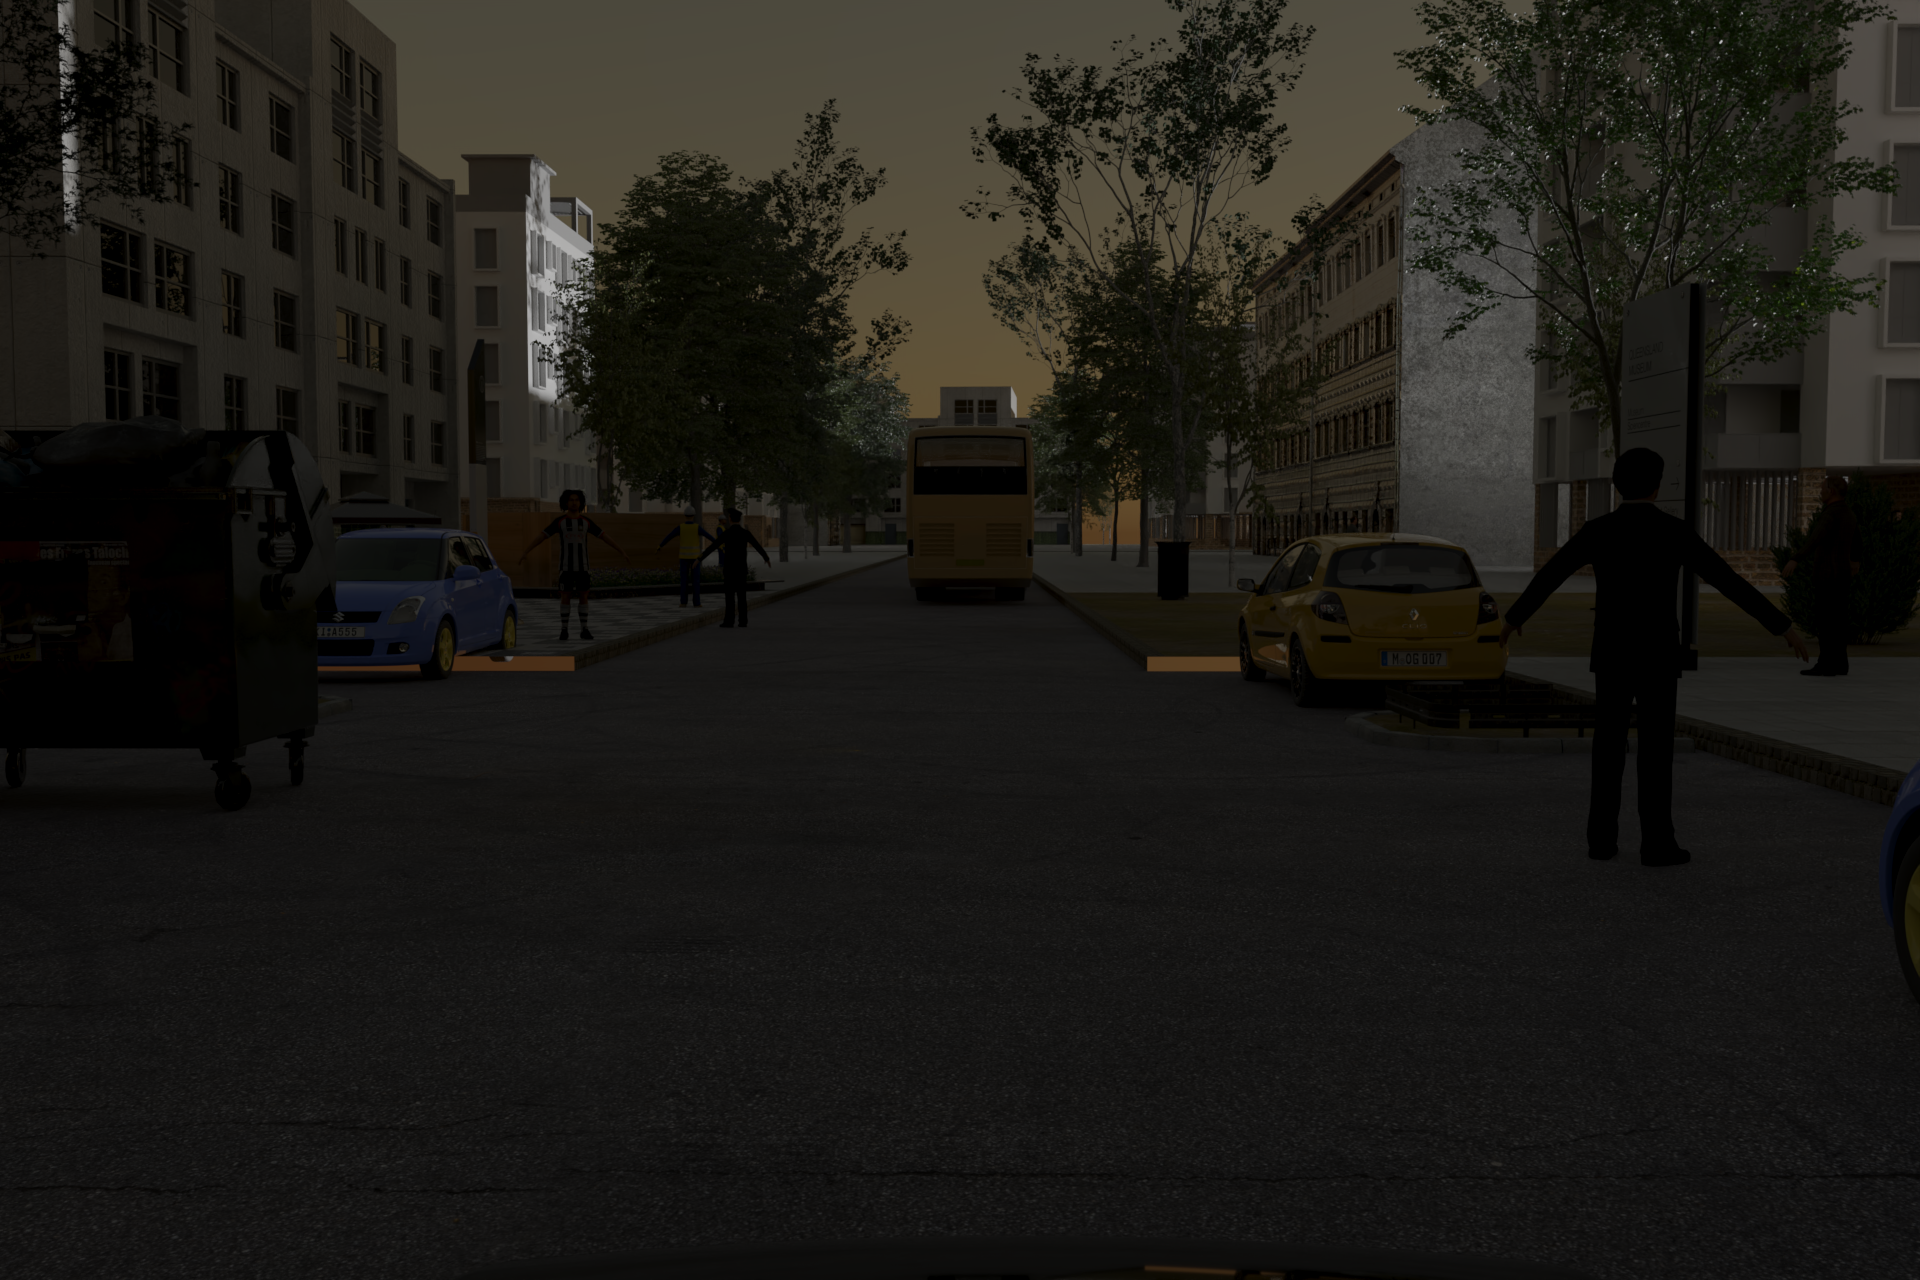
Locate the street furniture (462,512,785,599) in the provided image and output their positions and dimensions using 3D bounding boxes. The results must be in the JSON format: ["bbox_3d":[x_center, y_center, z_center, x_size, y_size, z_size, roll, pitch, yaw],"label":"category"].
[{"bbox_3d":[-7.497,-1.907,38.041,9.812,1.723,11.010,2,4,28],"label":"street furniture"}]

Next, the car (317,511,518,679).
[{"bbox_3d":[-5.891,-0.526,18.190,1.945,1.707,3.694,0,4,0],"label":"car"}]

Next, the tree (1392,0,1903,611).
[{"bbox_3d":[11.050,-6.279,28.419,9.928,11.665,9.643,0,3,0],"label":"tree"}]

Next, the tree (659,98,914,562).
[{"bbox_3d":[-7.797,-13.526,77.046,12.611,20.169,13.585,0,3,0],"label":"tree"}]

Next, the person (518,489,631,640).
[{"bbox_3d":[-4.692,-0.913,21.074,1.345,1.843,0.704,-1,4,-21],"label":"person"}]

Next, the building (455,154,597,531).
[{"bbox_3d":[-26.092,-14.148,87.732,16.016,20.090,11.380,0,4,-1],"label":"building"}]

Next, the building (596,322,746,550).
[{"bbox_3d":[-24.555,-17.639,144.818,16.016,20.090,11.380,0,4,0],"label":"building"}]

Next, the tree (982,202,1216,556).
[{"bbox_3d":[8.104,-14.840,98.518,12.611,20.169,13.585,0,3,0],"label":"tree"}]

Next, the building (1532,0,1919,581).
[{"bbox_3d":[24.040,-12.153,55.116,16.016,20.090,11.380,0,4,1],"label":"building"}]

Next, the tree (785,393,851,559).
[{"bbox_3d":[-7.702,-8.481,89.030,4.737,8.622,4.395,0,3,0],"label":"tree"}]

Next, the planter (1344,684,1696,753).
[{"bbox_3d":[3.811,0.540,12.313,1.991,0.319,1.994,0,4,-1],"label":"planter"}]

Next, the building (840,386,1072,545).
[{"bbox_3d":[-1.759,-21.138,214.525,31.486,18.905,16.747,0,4,4],"label":"building"}]

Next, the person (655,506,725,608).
[{"bbox_3d":[-4.722,-1.459,30.312,1.216,1.772,0.721,0,4,-5],"label":"person"}]

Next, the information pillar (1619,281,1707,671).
[{"bbox_3d":[6.849,-1.569,16.977,0.184,3.620,1.656,0,4,0],"label":"information pillar"}]

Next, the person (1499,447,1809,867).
[{"bbox_3d":[2.972,0.065,7.588,1.347,1.806,0.705,3,5,42],"label":"person"}]

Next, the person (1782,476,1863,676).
[{"bbox_3d":[7.891,-0.584,15.725,1.348,1.807,0.705,-3,4,-39],"label":"person"}]

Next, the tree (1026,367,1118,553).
[{"bbox_3d":[7.494,-12.212,117.801,7.486,12.596,7.792,0,3,0],"label":"tree"}]

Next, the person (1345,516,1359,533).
[{"bbox_3d":[11.520,-2.716,50.681,0.705,1.796,1.348,-1,4,-20],"label":"person"}]

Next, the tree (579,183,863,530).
[{"bbox_3d":[-8.426,-9.517,62.259,9.857,13.997,8.962,0,3,0],"label":"tree"}]

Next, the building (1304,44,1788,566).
[{"bbox_3d":[26.715,-15.061,77.169,19.493,23.208,18.063,0,4,1],"label":"building"}]

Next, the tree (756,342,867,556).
[{"bbox_3d":[-8.852,-11.237,101.859,7.486,12.596,7.792,0,3,0],"label":"tree"}]

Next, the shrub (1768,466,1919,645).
[{"bbox_3d":[10.407,-0.991,20.239,1.661,2.075,1.752,0,3,0],"label":"shrub"}]

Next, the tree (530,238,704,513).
[{"bbox_3d":[-8.787,-5.740,44.203,4.737,8.622,4.395,0,3,0],"label":"tree"}]

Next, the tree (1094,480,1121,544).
[{"bbox_3d":[18.792,-16.144,214.315,4.360,8.622,3.978,0,3,0],"label":"tree"}]

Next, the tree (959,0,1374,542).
[{"bbox_3d":[6.287,-12.129,54.195,12.611,20.169,13.585,0,3,0],"label":"tree"}]

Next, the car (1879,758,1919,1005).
[{"bbox_3d":[3.650,0.350,3.875,1.945,1.707,3.694,0,4,1],"label":"car"}]

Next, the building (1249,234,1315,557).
[{"bbox_3d":[27.232,-16.248,96.590,19.493,23.208,18.063,0,3,0],"label":"building"}]

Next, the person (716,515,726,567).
[{"bbox_3d":[-6.783,-2.670,49.623,0.705,1.833,1.349,0,4,1],"label":"person"}]

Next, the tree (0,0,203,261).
[{"bbox_3d":[-11.772,-5.013,16.374,8.767,10.594,7.601,-2,4,-34],"label":"tree"}]

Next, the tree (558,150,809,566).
[{"bbox_3d":[-8.401,-8.196,52.124,7.486,12.596,7.792,0,3,0],"label":"tree"}]

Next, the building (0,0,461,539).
[{"bbox_3d":[-28.604,-11.497,54.441,16.747,18.905,31.486,0,4,0],"label":"building"}]

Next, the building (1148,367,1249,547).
[{"bbox_3d":[24.863,-19.917,182.061,16.016,20.090,11.380,0,4,1],"label":"building"}]

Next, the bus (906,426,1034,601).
[{"bbox_3d":[0.251,-2.971,40.124,2.896,3.916,12.252,0,4,0],"label":"bus"}]

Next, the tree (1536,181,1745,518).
[{"bbox_3d":[14.106,-5.235,35.958,4.737,8.622,4.395,0,3,0],"label":"tree"}]

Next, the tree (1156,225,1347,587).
[{"bbox_3d":[6.826,-5.593,41.801,4.737,8.622,4.395,0,3,0],"label":"tree"}]

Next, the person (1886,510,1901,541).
[{"bbox_3d":[20.968,-1.997,38.792,1.346,1.812,0.704,-3,5,-44],"label":"person"}]

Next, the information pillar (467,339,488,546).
[{"bbox_3d":[-5.741,-1.792,20.652,0.183,3.616,0.504,0,4,0],"label":"information pillar"}]

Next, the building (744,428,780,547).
[{"bbox_3d":[-23.740,-19.025,167.474,16.016,20.090,11.380,0,4,1],"label":"building"}]

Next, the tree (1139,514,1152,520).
[{"bbox_3d":[25.685,-18.058,213.382,7.486,12.596,7.792,0,3,0],"label":"tree"}]

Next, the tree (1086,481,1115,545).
[{"bbox_3d":[17.662,-15.888,210.124,4.360,8.622,3.978,0,3,0],"label":"tree"}]

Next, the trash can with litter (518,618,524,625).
[{"bbox_3d":[-6.428,-0.733,23.365,1.055,1.170,0.624,0,4,0],"label":"trash can with litter"}]

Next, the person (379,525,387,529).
[{"bbox_3d":[-17.442,-2.857,52.565,0.705,1.847,1.347,-2,4,-23],"label":"person"}]

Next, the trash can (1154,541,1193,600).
[{"bbox_3d":[4.148,-1.348,33.690,0.748,1.137,0.748,0,3,0],"label":"trash can"}]

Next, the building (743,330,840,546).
[{"bbox_3d":[-23.087,-21.957,189.928,19.493,23.208,18.063,0,4,0],"label":"building"}]

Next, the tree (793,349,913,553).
[{"bbox_3d":[-7.869,-12.958,118.522,9.857,13.997,8.962,0,3,0],"label":"tree"}]

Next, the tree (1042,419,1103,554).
[{"bbox_3d":[7.130,-9.803,110.643,4.360,8.622,3.978,0,3,0],"label":"tree"}]

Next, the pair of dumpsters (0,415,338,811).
[{"bbox_3d":[-5.802,-0.268,9.325,4.436,2.255,1.574,0,4,0],"label":"pair of dumpsters"}]

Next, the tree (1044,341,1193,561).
[{"bbox_3d":[7.647,-9.032,82.088,7.601,10.594,8.767,-1,4,-10],"label":"tree"}]

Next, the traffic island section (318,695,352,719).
[{"bbox_3d":[-5.954,0.564,13.653,1.991,0.108,1.994,0,4,1],"label":"traffic island section"}]

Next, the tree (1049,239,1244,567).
[{"bbox_3d":[7.196,-9.141,67.586,7.486,12.596,7.792,0,3,0],"label":"tree"}]

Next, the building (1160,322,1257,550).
[{"bbox_3d":[23.115,-18.251,154.828,16.016,20.090,11.380,0,3,0],"label":"building"}]

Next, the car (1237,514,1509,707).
[{"bbox_3d":[3.618,-0.339,15.764,2.015,1.641,3.980,0,4,0],"label":"car"}]

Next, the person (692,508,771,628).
[{"bbox_3d":[-3.470,-1.116,26.639,1.347,1.837,0.705,-2,4,-35],"label":"person"}]
